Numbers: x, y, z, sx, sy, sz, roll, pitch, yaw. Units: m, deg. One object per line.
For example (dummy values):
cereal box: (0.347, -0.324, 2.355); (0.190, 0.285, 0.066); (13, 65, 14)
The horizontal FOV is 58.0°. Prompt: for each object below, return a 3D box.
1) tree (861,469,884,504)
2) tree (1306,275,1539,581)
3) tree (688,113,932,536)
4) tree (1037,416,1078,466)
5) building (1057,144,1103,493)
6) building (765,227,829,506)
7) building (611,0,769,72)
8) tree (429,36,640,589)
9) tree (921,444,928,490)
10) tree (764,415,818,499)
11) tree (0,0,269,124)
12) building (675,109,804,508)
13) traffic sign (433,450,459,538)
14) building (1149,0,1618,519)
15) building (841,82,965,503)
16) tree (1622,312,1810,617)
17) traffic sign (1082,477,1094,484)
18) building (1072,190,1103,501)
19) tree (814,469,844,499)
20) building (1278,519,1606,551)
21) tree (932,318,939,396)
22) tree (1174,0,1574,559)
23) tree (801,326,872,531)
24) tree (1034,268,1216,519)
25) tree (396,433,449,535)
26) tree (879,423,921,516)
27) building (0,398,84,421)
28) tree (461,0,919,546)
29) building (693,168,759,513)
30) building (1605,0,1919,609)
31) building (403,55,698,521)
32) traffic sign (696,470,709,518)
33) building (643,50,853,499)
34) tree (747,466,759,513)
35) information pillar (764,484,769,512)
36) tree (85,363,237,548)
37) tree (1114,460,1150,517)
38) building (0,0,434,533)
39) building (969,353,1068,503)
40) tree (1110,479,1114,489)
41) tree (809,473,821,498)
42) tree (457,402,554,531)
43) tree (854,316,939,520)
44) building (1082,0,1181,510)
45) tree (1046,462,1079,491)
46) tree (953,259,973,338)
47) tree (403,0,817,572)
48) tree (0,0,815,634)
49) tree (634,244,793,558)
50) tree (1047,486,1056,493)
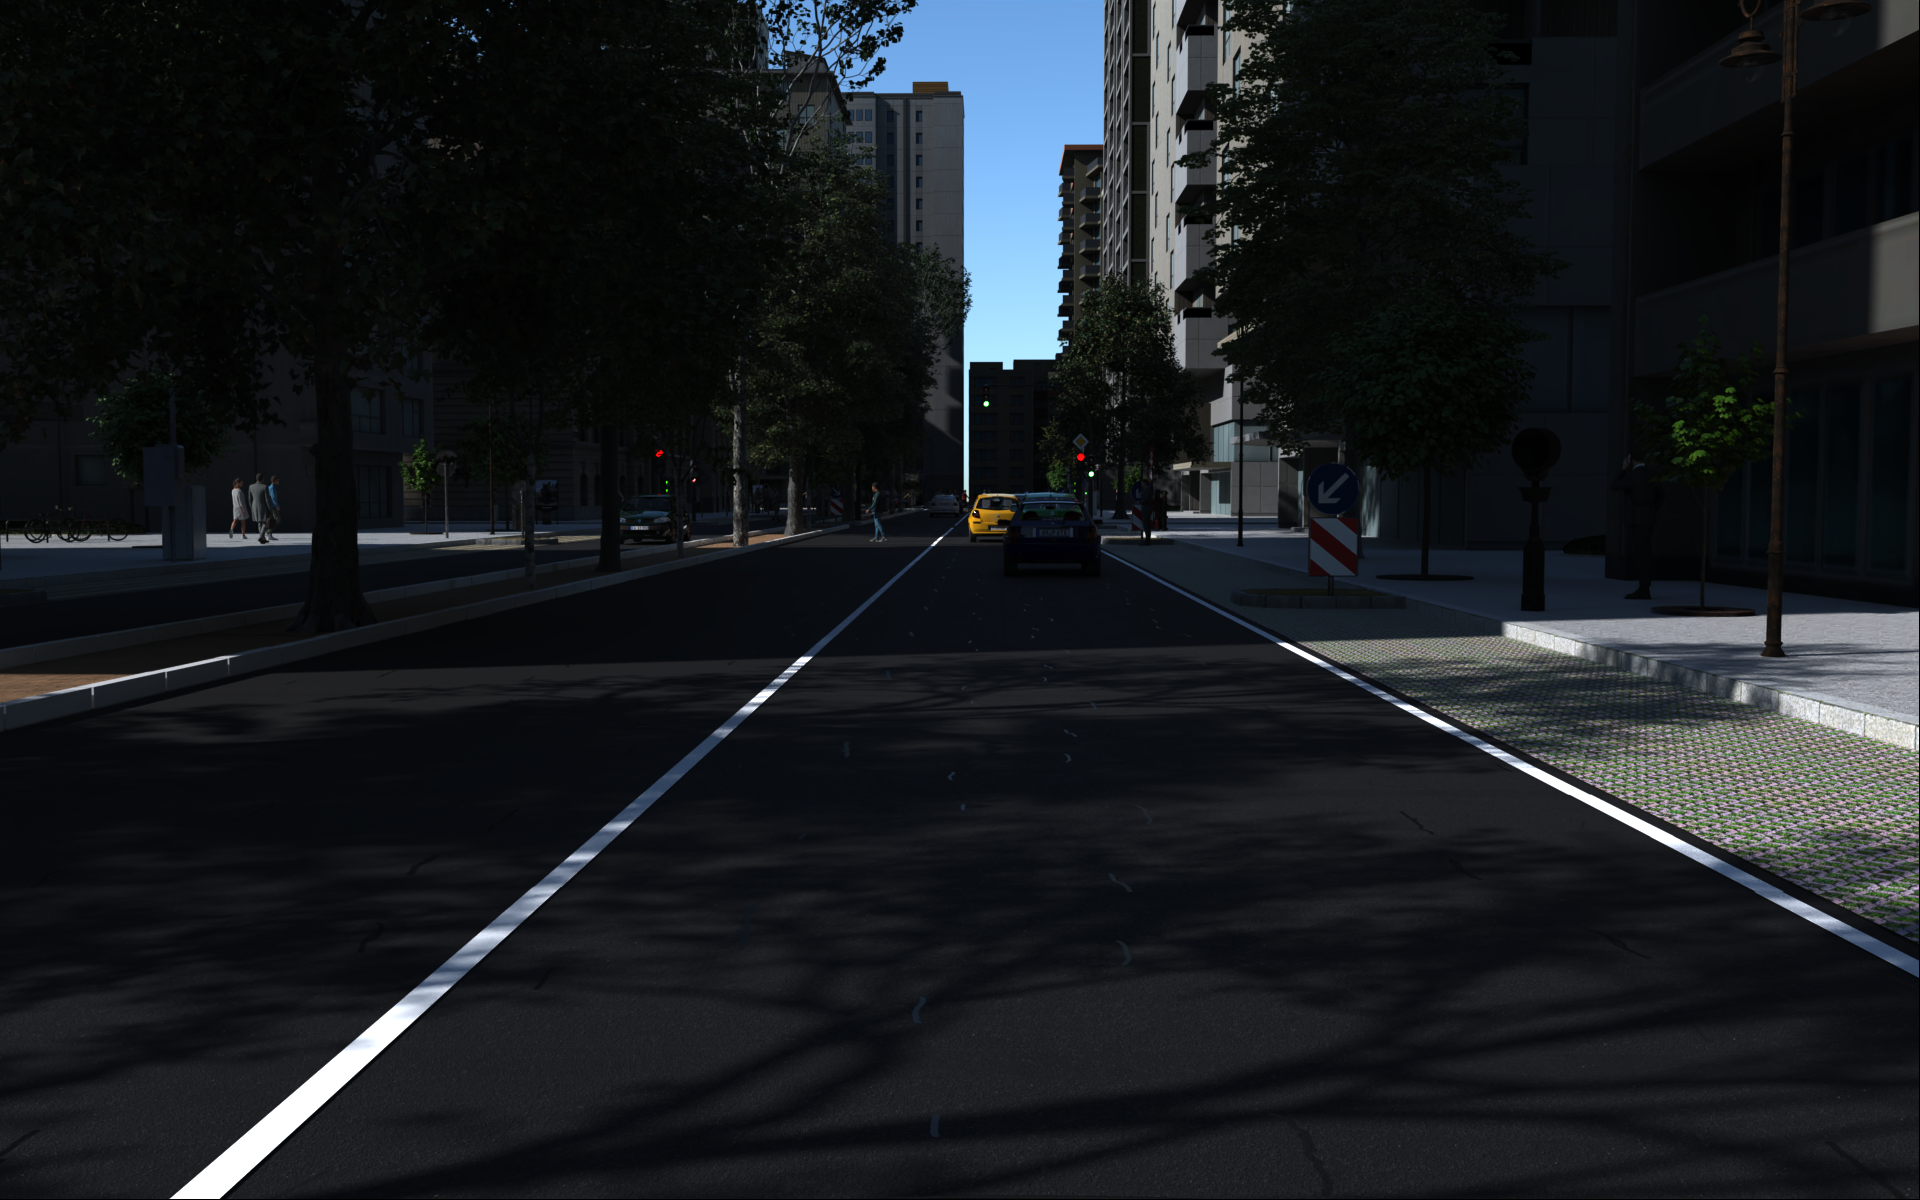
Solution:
tree: (-11.756, -15.028, 229.422); (4.285, 4.588, 4.351); (0, 3, 0)
tree: (6.972, -2.596, 26.166); (4.285, 4.588, 4.351); (0, 3, 0)
tree: (-5.695, -9.173, 59.090); (9.857, 13.997, 8.962); (0, 3, 0)
tree: (9.434, -13.064, 163.956); (4.737, 8.622, 4.395); (0, 3, 0)
building: (23.319, -34.200, 213.788); (22.147, 44.769, 28.867); (0, 4, 1)
building: (-21.689, -25.376, 186.592); (14.160, 30.474, 14.107); (0, 4, 1)
building: (-38.947, -49.645, 249.943); (20.611, 71.187, 20.563); (0, 4, 1)
tree: (-6.490, -4.482, 26.103); (4.360, 8.622, 3.978); (0, 3, 0)
tree: (-4.685, -11.573, 142.033); (4.737, 8.622, 4.395); (0, 3, 0)
tree: (-13.470, -13.143, 149.306); (7.601, 10.594, 8.767); (1, 4, 14)
tree: (-6.736, -4.407, 8.931); (8.767, 10.594, 7.601); (0, 4, 1)
building: (-31.859, -29.084, 167.409); (32.217, 40.220, 23.993); (0, 4, 1)
traffic sign: (-14.934, -3.073, 50.356); (0.768, 2.556, 0.104); (0, 4, 4)
building: (26.780, -31.901, 110.822); (28.713, 52.752, 27.495); (0, 4, 1)
building: (-13.494, -43.359, 250.917); (28.212, 58.520, 21.231); (0, 4, 1)
tree: (7.885, -1.467, 18.593); (1.663, 3.219, 1.824); (0, 3, 0)
traffic sign: (8.105, -6.707, 109.768); (0.768, 2.556, 0.104); (1, 4, 11)
building: (28.287, -30.273, 186.843); (32.217, 40.220, 23.993); (0, 4, 1)
tree: (-13.173, -11.602, 173.401); (4.285, 4.588, 4.351); (0, 3, 0)
building: (22.829, -28.259, 51.278); (28.713, 52.752, 27.495); (0, 4, 1)
tree: (-5.430, -10.660, 83.400); (9.857, 13.997, 8.962); (0, 3, 0)
tree: (7.922, -7.066, 33.663); (7.486, 12.596, 7.792); (0, 3, 0)
tree: (-5.817, -6.961, 66.639); (4.737, 8.622, 4.395); (0, 3, 0)
tree: (8.318, -10.463, 88.075); (9.611, 12.733, 9.660); (0, 3, 0)
tree: (-17.175, -3.708, 55.234); (1.663, 3.219, 1.824); (0, 3, 0)
tree: (-4.978, -9.726, 111.831); (4.737, 8.622, 4.395); (0, 3, 0)
building: (-31.804, -26.416, 21.147); (28.713, 52.752, 27.495); (0, 4, 1)
tree: (-7.191, -11.576, 47.613); (12.611, 20.169, 13.585); (0, 3, 0)
building: (-22.235, -20.311, 129.354); (12.463, 27.353, 25.104); (0, 4, 1)
building: (20.330, -23.893, 14.357); (21.300, 48.544, 21.600); (0, 4, 1)
building: (-23.220, -17.107, 98.785); (14.460, 24.649, 34.723); (0, 4, 1)
traffic sign: (-13.951, -5.715, 93.546); (0.768, 2.556, 0.104); (0, 4, 8)
building: (-28.073, -38.277, 215.069); (27.495, 52.752, 28.713); (0, 4, 1)
tree: (-14.750, -7.654, 119.738); (1.663, 3.219, 1.824); (0, 3, 0)
information pillar: (-13.873, -7.319, 124.155); (0.304, 2.012, 0.304); (0, 4, -3)
tree: (-19.243, -3.538, 41.560); (4.285, 4.588, 4.351); (0, 3, 0)
tree: (10.146, -6.377, 98.860); (1.663, 3.219, 1.824); (0, 3, 0)
building: (-27.729, -23.223, 63.292); (14.086, 41.232, 14.154); (0, 4, 1)
building: (15.903, -25.009, 253.941); (28.899, 21.520, 27.650); (0, 4, 1)
tree: (11.370, -7.662, 119.867); (1.663, 3.219, 1.824); (0, 3, 0)
tree: (-13.717, -10.252, 162.215); (1.663, 3.219, 1.824); (0, 3, 0)
tree: (-15.948, -4.719, 60.868); (4.285, 4.588, 4.351); (0, 3, 0)
tree: (-5.053, -10.718, 103.450); (9.928, 11.665, 9.643); (0, 3, 0)
building: (22.229, -44.372, 163.741); (20.563, 71.187, 20.611); (0, 4, 1)
tree: (9.572, -10.766, 159.745); (4.285, 4.588, 4.351); (0, 3, 0)
tree: (-5.902, -16.019, 120.255); (12.611, 20.169, 13.585); (0, 3, 0)
tree: (-6.557, -6.814, 31.996); (7.486, 12.596, 7.792); (0, 3, 0)
tree: (-6.532, -6.020, 17.900); (9.611, 12.733, 9.660); (0, 3, 0)
tree: (-6.230, -5.229, 38.311); (4.737, 8.622, 4.395); (0, 3, 0)
tree: (10.378, -11.828, 187.989); (1.663, 3.219, 1.824); (0, 3, 0)
